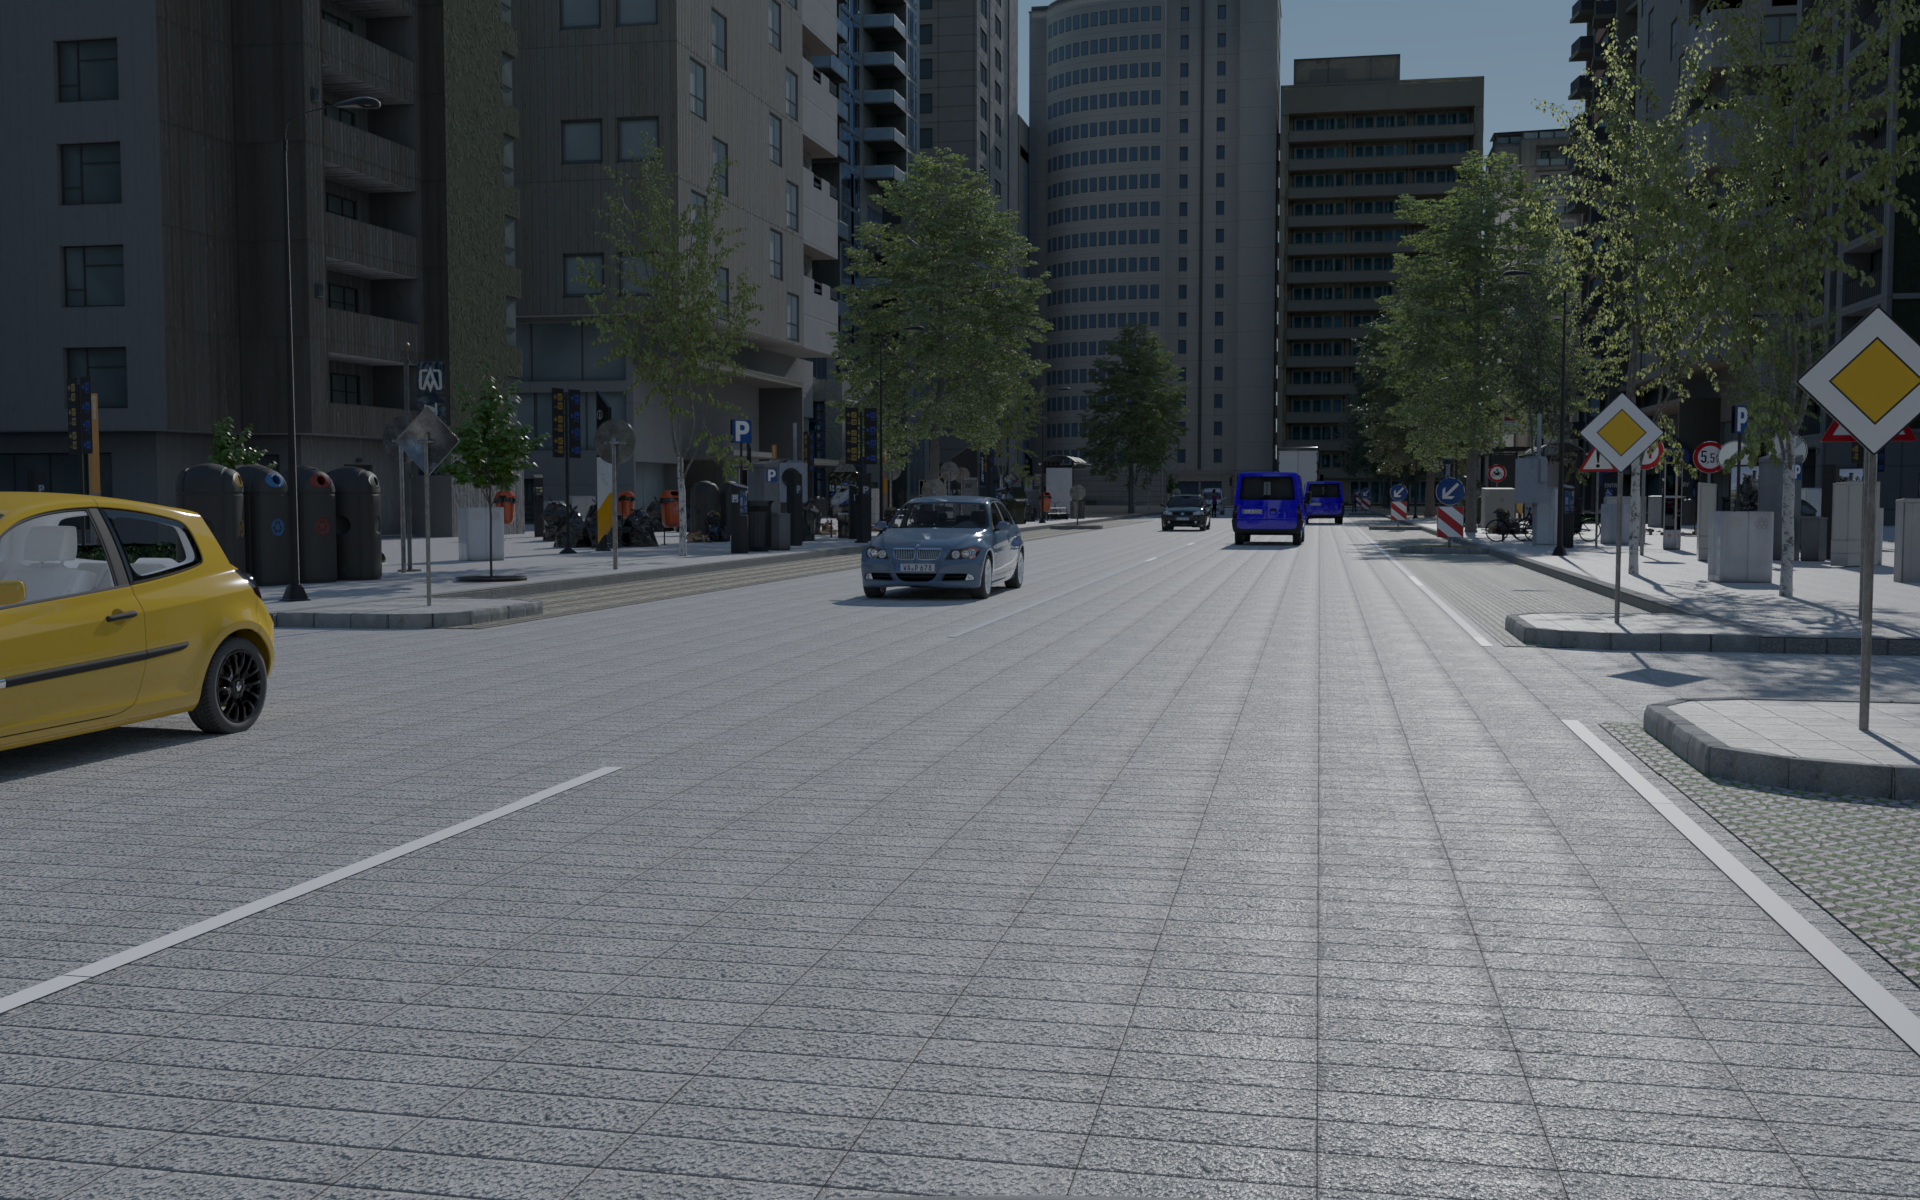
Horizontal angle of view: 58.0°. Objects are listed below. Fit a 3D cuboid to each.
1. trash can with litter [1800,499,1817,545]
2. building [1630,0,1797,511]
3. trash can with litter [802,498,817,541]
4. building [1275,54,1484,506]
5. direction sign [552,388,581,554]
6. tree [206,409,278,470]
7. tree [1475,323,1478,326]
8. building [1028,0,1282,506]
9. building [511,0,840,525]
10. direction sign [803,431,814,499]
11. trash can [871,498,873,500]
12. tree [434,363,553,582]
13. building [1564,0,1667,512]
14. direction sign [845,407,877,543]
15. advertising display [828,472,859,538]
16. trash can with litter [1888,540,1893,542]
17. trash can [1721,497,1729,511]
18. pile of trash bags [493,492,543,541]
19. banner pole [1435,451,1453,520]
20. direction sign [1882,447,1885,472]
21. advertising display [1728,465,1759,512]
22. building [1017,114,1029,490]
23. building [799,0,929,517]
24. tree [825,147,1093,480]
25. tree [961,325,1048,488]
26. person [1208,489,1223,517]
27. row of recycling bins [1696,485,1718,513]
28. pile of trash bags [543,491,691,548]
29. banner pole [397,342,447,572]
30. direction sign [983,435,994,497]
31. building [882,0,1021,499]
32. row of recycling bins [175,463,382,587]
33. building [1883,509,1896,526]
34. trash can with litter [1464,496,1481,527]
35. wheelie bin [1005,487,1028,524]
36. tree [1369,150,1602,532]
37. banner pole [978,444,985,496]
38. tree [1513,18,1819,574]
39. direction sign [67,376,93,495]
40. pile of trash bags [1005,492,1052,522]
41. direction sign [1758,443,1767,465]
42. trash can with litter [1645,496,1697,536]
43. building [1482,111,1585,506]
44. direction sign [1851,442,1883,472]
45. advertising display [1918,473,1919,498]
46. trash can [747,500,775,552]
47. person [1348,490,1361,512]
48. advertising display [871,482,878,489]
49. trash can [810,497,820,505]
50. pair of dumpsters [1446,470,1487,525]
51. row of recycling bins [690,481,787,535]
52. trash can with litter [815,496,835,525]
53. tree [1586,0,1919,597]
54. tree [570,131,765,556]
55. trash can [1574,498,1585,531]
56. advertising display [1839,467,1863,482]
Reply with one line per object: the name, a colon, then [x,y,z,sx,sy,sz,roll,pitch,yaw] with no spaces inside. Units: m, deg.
trash can with litter: [19.181,-1.693,39.064,0.624,1.170,1.055,-1,4,-10]
building: [56.512,-31.406,102.726,28.713,52.752,27.495,1,4,12]
trash can with litter: [-4.404,-2.176,46.968,1.055,1.170,0.624,0,4,-8]
building: [46.806,-34.953,195.183,21.600,48.544,21.300,1,4,12]
direction sign: [-8.456,-2.769,37.268,0.379,3.537,0.876,2,4,28]
tree: [-16.596,-2.727,39.189,1.663,3.219,1.824,0,3,0]
tree: [16.701,-6.056,49.379,4.360,8.622,3.978,0,3,0]
building: [22.502,-40.265,200.327,28.212,58.520,21.231,1,4,12]
building: [-21.857,-30.290,84.476,28.713,52.752,27.495,1,4,12]
direction sign: [-5.462,-4.318,62.602,0.379,3.537,0.876,-2,4,-29]
trash can: [-3.295,-2.852,58.288,0.748,1.137,0.748,0,3,0]
tree: [-7.024,-1.904,25.740,1.663,3.219,1.824,0,3,0]
building: [58.293,-29.156,131.328,22.147,44.769,28.867,1,4,12]
direction sign: [-2.590,-3.270,45.461,0.876,3.537,0.379,-2,4,-24]
advertising display: [-3.366,-2.751,50.194,0.974,1.923,0.123,2,4,26]
trash can with litter: [25.832,-2.133,45.924,2.233,1.210,1.678,1,4,19]
trash can: [36.537,-4.318,82.258,0.748,1.137,0.748,0,3,0]
pile of trash bags: [-11.198,-2.327,47.804,3.447,1.369,1.912,0,4,6]
banner pole: [23.961,-5.848,85.639,0.863,3.779,0.401,1,4,20]
direction sign: [32.377,-4.257,61.606,0.876,3.537,0.379,2,4,34]
advertising display: [17.270,-1.998,37.874,0.123,1.923,0.974,-2,4,-30]
building: [0.972,-33.714,201.341,14.200,45.320,14.600,1,4,12]
building: [-14.388,-48.901,112.208,22.319,86.520,31.000,1,4,12]
tree: [-0.430,-8.505,57.184,7.486,12.596,7.792,0,3,0]
tree: [1.754,-7.448,72.137,4.737,8.622,4.395,0,3,0]
person: [15.754,-5.975,106.881,1.217,1.739,0.721,-3,4,-38]
row of recycling bins: [33.637,-4.378,78.689,1.069,1.692,3.534,3,4,38]
pile of trash bags: [-8.146,-1.998,42.417,1.912,1.369,3.447,3,4,38]
banner pole: [-8.902,-2.364,28.668,0.863,3.779,0.401,0,4,-6]
direction sign: [1.098,-4.568,66.690,0.379,3.537,0.876,-2,4,-25]
building: [-6.557,-43.448,148.620,20.611,71.187,20.563,1,4,12]
row of recycling bins: [-9.675,-1.074,24.677,1.069,1.692,3.534,1,4,22]
building: [45.614,-38.647,70.133,20.563,71.187,20.611,1,4,12]
trash can with litter: [19.822,-3.411,66.835,2.233,1.210,1.678,-3,4,-36]
wheelie bin: [2.395,-4.039,73.948,0.980,1.594,0.693,-2,4,-29]
tree: [17.279,-8.512,57.300,7.486,12.596,7.792,0,3,0]
banner pole: [0.837,-4.833,69.038,0.401,3.779,0.863,2,4,26]
tree: [11.014,-4.713,27.412,4.360,8.622,3.978,0,3,0]
direction sign: [-17.068,-2.547,33.643,0.876,3.537,0.379,3,4,37]
pile of trash bags: [2.814,-4.353,80.930,3.447,1.369,1.912,-2,4,-32]
direction sign: [35.523,-5.168,76.488,0.876,3.537,0.379,-2,4,-26]
trash can with litter: [22.231,-2.629,54.036,2.233,1.210,1.678,1,4,9]
building: [64.679,-30.870,188.314,14.086,41.232,14.154,1,4,12]
direction sign: [22.630,-3.151,43.513,0.379,3.537,0.876,0,4,-2]
advertising display: [27.428,-2.653,48.598,0.974,1.923,0.123,3,5,40]
trash can: [-4.510,-1.654,38.691,0.748,1.137,0.748,0,3,0]
person: [30.688,-7.668,134.591,1.217,1.743,0.721,-1,4,-16]
advertising display: [-4.746,-5.412,93.700,0.123,1.923,0.974,2,4,28]
trash can: [-6.699,-4.087,78.482,0.748,1.137,0.748,0,3,0]
pair of dumpsters: [21.158,-4.293,72.681,1.574,2.255,4.437,1,4,12]
row of recycling bins: [-6.988,-2.956,55.447,3.534,1.692,1.069,-3,5,-41]
trash can with litter: [-6.131,-3.687,71.332,2.233,1.210,1.678,-1,4,-17]
tree: [10.150,-4.356,21.576,4.737,8.622,4.395,0,3,0]
tree: [-5.751,-5.196,35.320,4.737,8.622,4.395,0,3,0]
trash can: [20.168,-2.777,57.056,0.748,1.137,0.748,0,3,0]
advertising display: [21.354,-2.238,41.798,0.974,1.923,0.123,2,4,33]
